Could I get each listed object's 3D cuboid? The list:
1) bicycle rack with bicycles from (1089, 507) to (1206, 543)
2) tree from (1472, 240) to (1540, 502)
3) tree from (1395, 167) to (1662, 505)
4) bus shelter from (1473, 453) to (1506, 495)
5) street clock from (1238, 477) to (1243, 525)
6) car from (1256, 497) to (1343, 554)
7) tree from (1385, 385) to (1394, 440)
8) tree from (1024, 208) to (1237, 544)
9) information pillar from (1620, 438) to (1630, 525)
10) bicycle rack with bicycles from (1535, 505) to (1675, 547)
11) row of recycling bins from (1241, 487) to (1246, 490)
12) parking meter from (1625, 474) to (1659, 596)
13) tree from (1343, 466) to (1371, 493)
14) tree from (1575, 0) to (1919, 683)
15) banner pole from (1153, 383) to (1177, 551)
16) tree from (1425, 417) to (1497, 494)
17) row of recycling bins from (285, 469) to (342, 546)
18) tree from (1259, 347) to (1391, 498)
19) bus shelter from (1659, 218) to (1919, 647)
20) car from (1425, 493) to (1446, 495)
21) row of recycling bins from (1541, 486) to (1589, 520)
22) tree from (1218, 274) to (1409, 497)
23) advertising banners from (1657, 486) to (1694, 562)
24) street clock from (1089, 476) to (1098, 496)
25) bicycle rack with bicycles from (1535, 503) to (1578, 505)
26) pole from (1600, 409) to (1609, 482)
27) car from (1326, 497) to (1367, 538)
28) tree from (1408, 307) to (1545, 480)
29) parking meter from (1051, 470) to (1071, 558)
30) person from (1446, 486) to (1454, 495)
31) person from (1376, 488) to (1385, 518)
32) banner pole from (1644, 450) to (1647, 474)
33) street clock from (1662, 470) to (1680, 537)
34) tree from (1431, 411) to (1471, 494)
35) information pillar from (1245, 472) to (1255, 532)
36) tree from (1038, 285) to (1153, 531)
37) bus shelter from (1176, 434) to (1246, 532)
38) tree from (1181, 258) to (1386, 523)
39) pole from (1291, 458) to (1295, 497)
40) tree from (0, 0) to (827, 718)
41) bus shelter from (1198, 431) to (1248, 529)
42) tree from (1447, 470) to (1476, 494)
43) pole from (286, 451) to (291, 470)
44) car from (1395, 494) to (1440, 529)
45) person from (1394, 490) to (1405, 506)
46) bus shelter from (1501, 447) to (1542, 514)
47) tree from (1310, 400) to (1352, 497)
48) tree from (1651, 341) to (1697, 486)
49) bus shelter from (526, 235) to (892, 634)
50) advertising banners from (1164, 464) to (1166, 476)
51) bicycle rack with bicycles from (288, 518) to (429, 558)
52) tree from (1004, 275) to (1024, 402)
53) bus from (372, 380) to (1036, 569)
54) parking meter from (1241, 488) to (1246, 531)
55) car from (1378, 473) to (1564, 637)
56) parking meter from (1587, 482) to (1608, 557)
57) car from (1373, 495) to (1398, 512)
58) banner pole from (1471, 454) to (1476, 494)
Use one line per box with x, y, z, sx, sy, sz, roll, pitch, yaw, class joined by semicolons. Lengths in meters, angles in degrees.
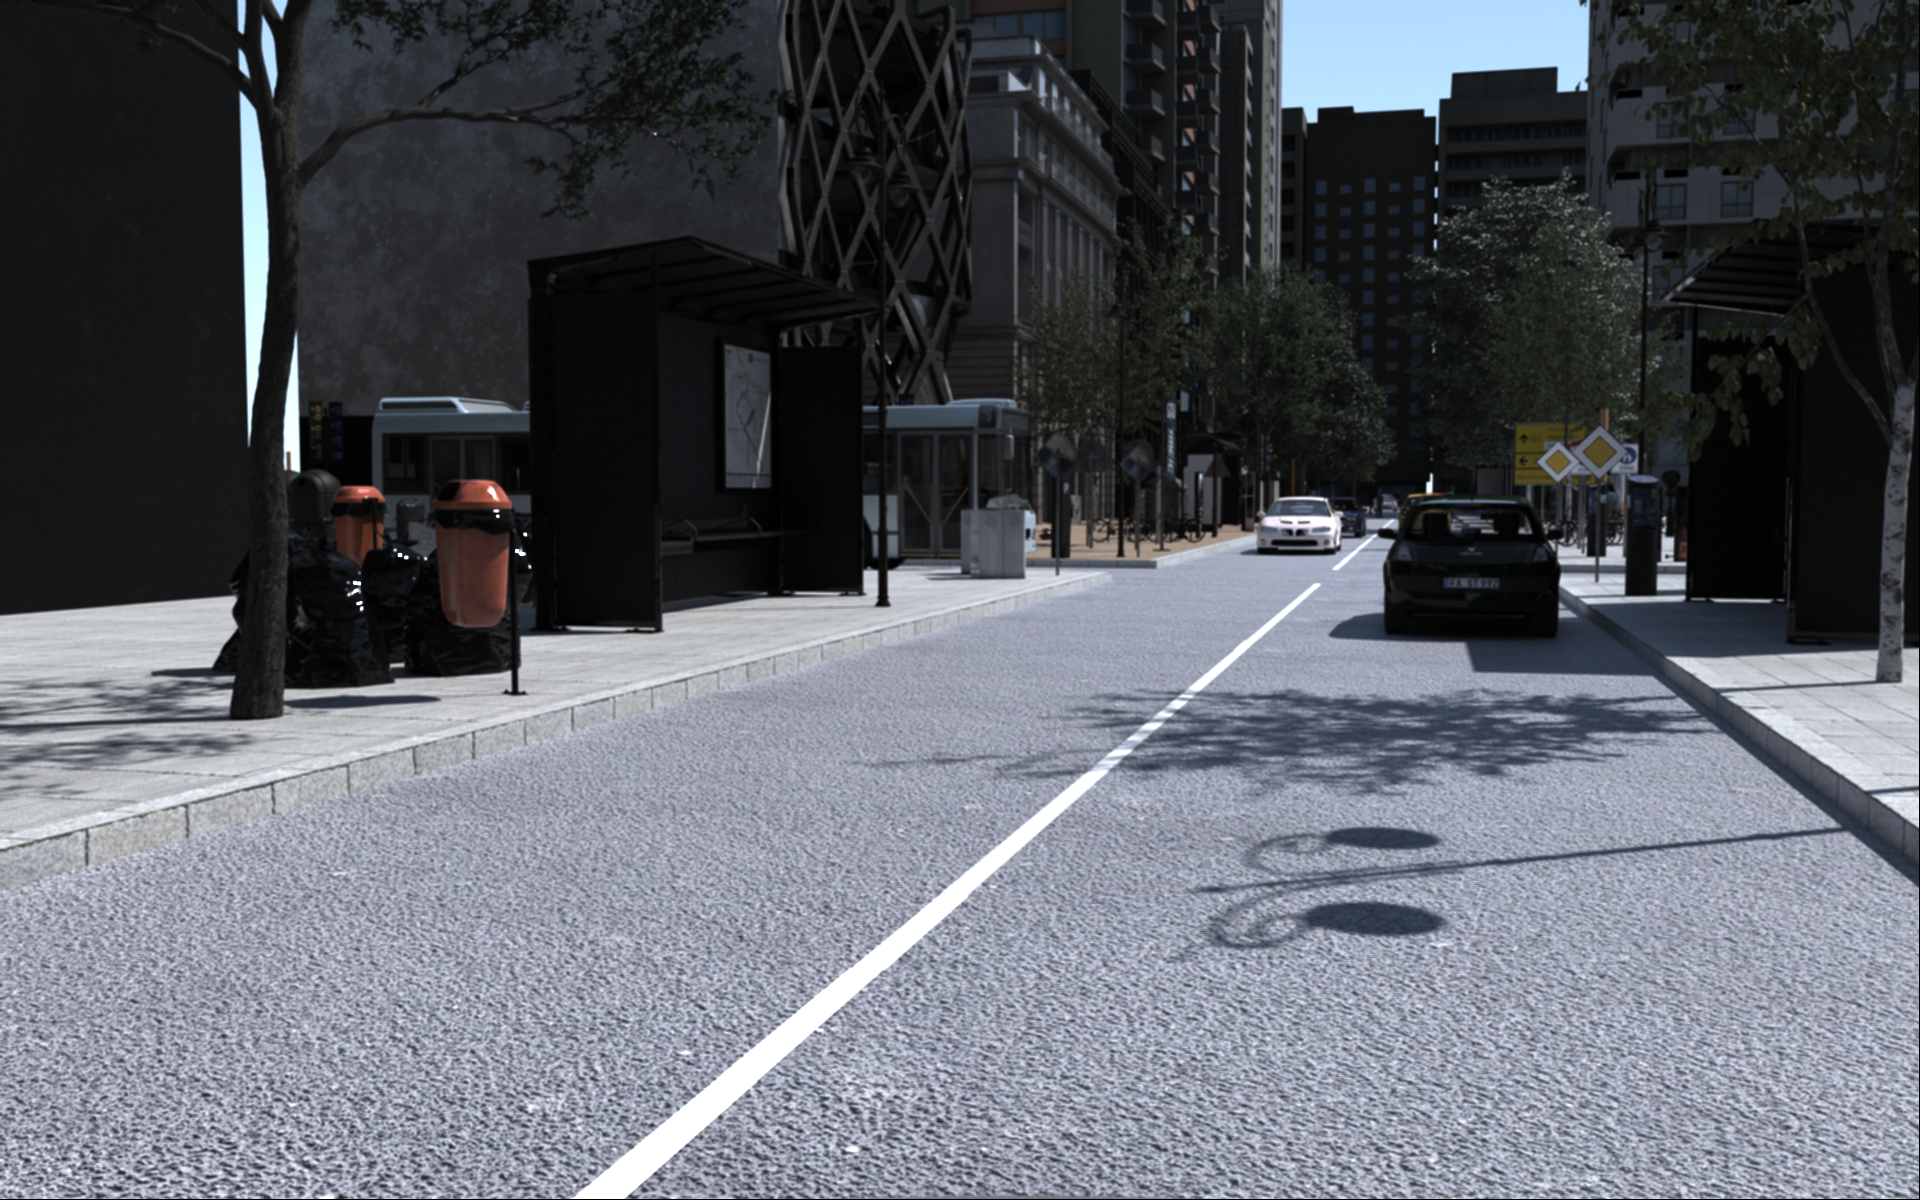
5.211;-2.027;46.522;2.925;0.926;2.852;2;4;26;bicycle rack with bicycles
16.282;-5.815;45.437;4.737;8.622;4.395;0;3;0;tree
22.008;-9.825;67.293;9.857;13.997;8.962;0;3;0;tree
26.878;-5.707;87.241;2.014;3.302;5.546;1;4;15;bus shelter
11.355;-4.064;71.022;0.471;2.002;0.358;2;4;35;street clock
8.412;-1.858;42.740;2.083;1.381;4.827;1;4;15;car
28.230;-12.413;128.700;9.928;11.665;9.643;0;3;0;tree
4.880;-5.750;44.368;4.737;8.622;4.395;0;3;0;tree
27.665;-4.933;72.009;0.504;3.616;0.183;-2;4;-33;information pillar
15.894;-1.835;43.389;2.925;0.926;2.852;0;4;-4;bicycle rack with bicycles
16.038;-5.914;103.806;1.069;1.692;3.534;-3;5;-41;row of recycling bins
8.620;-0.824;21.886;0.372;1.533;0.369;0;3;0;parking meter
41.510;-12.158;182.498;4.285;4.588;4.351;0;3;0;tree
6.389;-3.759;11.823;4.737;8.622;4.395;0;3;0;tree
4.707;-3.013;39.286;0.401;3.779;0.863;3;4;36;banner pole
44.431;-13.338;152.495;7.601;10.594;8.767;3;4;37;tree
-11.903;-1.392;29.880;3.534;1.692;1.069;2;4;34;row of recycling bins
21.911;-11.602;107.813;7.486;12.596;7.792;0;3;0;tree
8.383;-1.608;17.575;1.731;3.624;6.357;1;4;15;bus shelter
24.607;-4.944;89.870;2.155;1.783;4.494;1;4;15;car
30.018;-4.844;86.319;3.534;1.692;1.069;1;4;14;row of recycling bins
17.988;-10.599;90.300;9.611;12.733;9.660;0;3;0;tree
13.747;-2.239;32.788;2.074;3.025;0.090;-1;4;-11;advertising banners
5.381;-3.988;69.768;0.358;2.002;0.471;1;4;9;street clock
21.711;-2.940;61.451;2.852;0.926;2.925;-3;5;-44;bicycle rack with bicycles
15.396;-2.914;41.488;0.158;3.312;0.155;0;3;0;pole
12.690;-2.784;58.092;1.945;1.354;3.894;1;4;16;car
31.605;-11.492;104.901;9.611;12.733;9.660;0;3;0;tree
2.024;-1.772;34.685;0.255;1.863;0.399;2;4;33;parking meter
21.229;-4.052;75.090;0.444;1.785;0.601;-1;4;-21;person
25.575;-5.906;105.240;0.590;1.801;0.661;1;4;21;person
34.273;-5.940;87.136;0.863;3.779;0.401;-3;4;-36;banner pole
21.282;-2.893;51.873;0.471;2.002;0.358;0;4;3;street clock
41.657;-13.250;142.396;9.928;11.665;9.643;0;3;0;tree
9.867;-3.330;58.935;0.304;2.012;0.304;1;4;11;information pillar
4.703;-6.733;60.447;4.360;8.622;3.978;0;3;0;tree
8.769;-4.105;61.042;2.014;3.302;5.546;1;4;15;bus shelter
13.313;-9.246;76.922;9.928;11.665;9.643;0;3;0;tree
19.004;-6.422;98.839;0.158;3.312;0.155;0;3;0;pole
-3.700;-4.603;9.676;7.601;10.594;8.767;-1;4;-10;tree
10.041;-4.659;67.461;1.731;3.624;6.357;1;4;15;bus shelter
35.228;-7.722;120.852;1.663;3.219;1.824;0;3;0;tree
-32.082;-5.443;82.830;0.158;3.312;0.155;0;3;0;pole
15.767;-2.966;58.721;2.015;1.641;3.980;1;4;15;car
40.176;-9.164;158.858;1.217;1.766;0.721;2;4;33;person
25.506;-6.125;77.770;2.179;5.291;8.768;1;4;15;bus shelter
25.611;-10.329;119.236;4.360;8.622;3.978;0;3;0;tree
34.497;-7.977;80.788;4.360;8.622;3.978;0;3;0;tree
-2.481;-1.694;18.983;1.731;3.624;6.357;1;4;15;bus shelter
12.562;-6.331;99.704;2.074;3.025;0.090;2;4;30;advertising banners
-8.984;-0.748;25.615;2.852;0.926;2.925;1;4;11;bicycle rack with bicycles
3.227;-6.401;55.015;4.737;8.622;4.395;0;3;0;tree
-4.430;-2.290;32.299;13.247;3.499;2.948;1;4;16;bus
9.962;-3.163;60.126;0.372;1.533;0.369;0;3;0;parking meter
5.568;-0.558;18.914;2.009;1.686;4.222;1;4;16;car
13.076;-1.660;35.545;0.372;1.533;0.369;0;3;0;parking meter
35.159;-8.002;143.187;2.083;1.381;4.827;1;4;13;car
28.630;-6.519;96.603;0.401;3.779;0.863;0;4;1;banner pole
